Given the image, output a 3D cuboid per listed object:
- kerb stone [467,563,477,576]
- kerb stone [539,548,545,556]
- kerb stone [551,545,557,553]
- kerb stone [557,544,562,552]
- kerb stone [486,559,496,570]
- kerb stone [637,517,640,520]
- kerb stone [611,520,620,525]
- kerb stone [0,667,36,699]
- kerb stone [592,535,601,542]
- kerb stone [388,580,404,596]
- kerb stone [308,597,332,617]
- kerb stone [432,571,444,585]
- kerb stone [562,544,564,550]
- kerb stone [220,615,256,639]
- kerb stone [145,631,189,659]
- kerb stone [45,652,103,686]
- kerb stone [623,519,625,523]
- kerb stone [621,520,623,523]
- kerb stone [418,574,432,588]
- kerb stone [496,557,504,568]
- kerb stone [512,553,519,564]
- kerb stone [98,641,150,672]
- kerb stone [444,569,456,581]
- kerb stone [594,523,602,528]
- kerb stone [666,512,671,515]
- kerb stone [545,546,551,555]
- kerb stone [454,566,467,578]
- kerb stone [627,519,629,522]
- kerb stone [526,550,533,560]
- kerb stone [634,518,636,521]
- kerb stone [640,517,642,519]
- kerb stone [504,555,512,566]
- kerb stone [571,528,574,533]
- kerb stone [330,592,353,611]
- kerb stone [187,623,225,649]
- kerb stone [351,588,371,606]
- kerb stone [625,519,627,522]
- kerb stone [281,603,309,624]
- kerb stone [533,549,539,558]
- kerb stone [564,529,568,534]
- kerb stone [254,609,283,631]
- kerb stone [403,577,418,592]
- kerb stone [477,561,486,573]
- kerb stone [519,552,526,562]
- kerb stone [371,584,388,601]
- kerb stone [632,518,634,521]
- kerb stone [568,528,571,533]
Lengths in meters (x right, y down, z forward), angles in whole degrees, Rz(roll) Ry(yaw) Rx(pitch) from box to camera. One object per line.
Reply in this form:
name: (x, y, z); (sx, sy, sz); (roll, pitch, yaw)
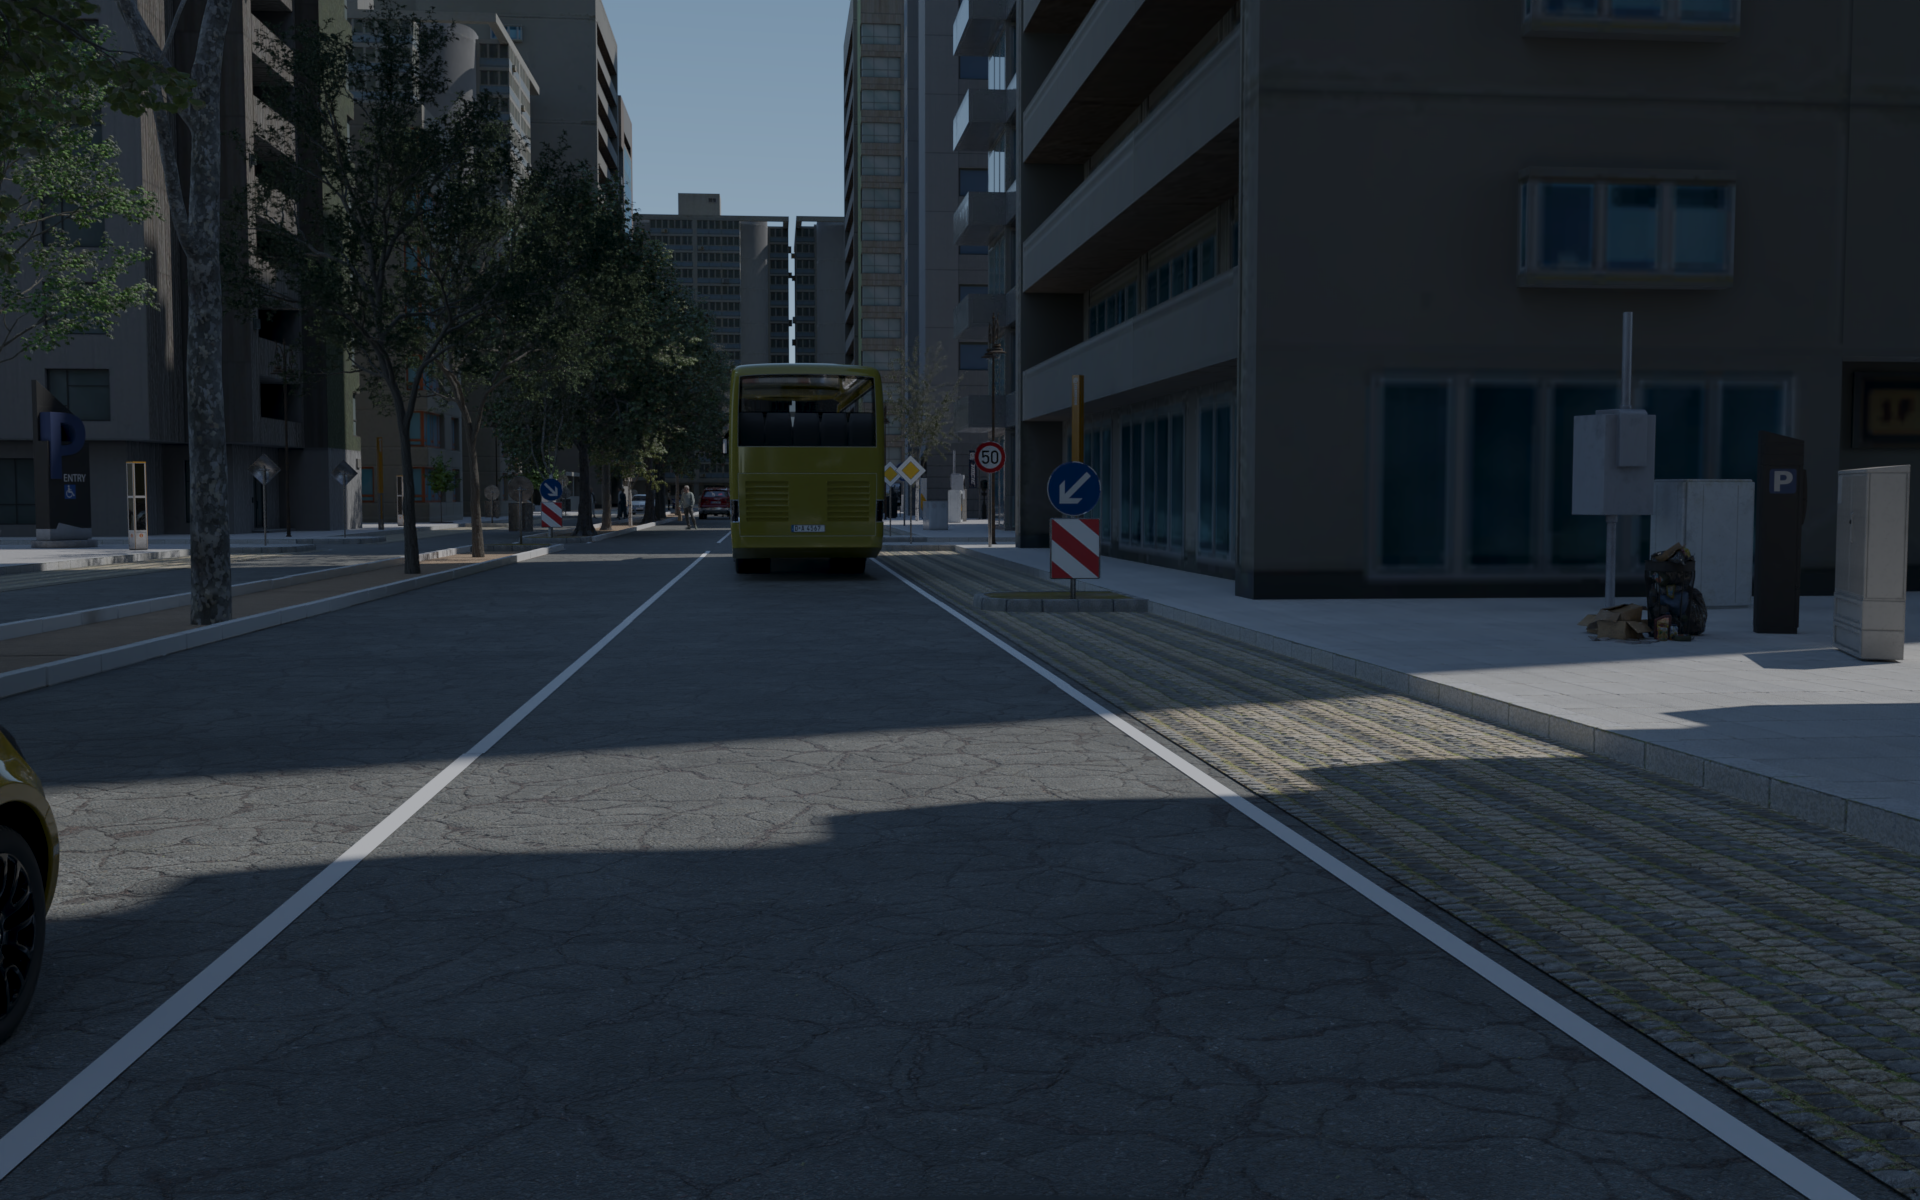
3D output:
kerb stone: (-8.751, -0.520, 30.706); (0.120, 0.150, 1.000); (0, 4, -6)
kerb stone: (-9.731, -1.081, 39.868); (0.120, 0.150, 1.000); (0, 4, -6)
kerb stone: (-9.947, -1.203, 41.904); (0.120, 0.150, 1.000); (0, 4, -6)
kerb stone: (-10.061, -1.264, 42.920); (0.120, 0.150, 1.000); (0, 4, -6)
kerb stone: (-8.971, -0.645, 32.738); (0.120, 0.150, 1.000); (0, 4, -6)
kerb stone: (-17.657, -4.408, 94.267); (0.120, 0.150, 1.000); (0, 4, -6)
kerb stone: (-16.346, -3.655, 82.019); (0.120, 0.150, 1.000); (0, 4, -6)
kerb stone: (-6.802, 0.602, 12.368); (0.120, 0.150, 1.000); (0, 4, -6)
kerb stone: (-11.101, -1.862, 52.688); (0.120, 0.150, 1.000); (0, 4, -6)
kerb stone: (-8.099, -0.147, 24.604); (0.120, 0.150, 1.000); (0, 4, -6)
kerb stone: (-7.666, 0.104, 20.533); (0.120, 0.150, 1.000); (0, 4, -6)
kerb stone: (-8.432, -0.334, 27.656); (0.120, 0.150, 1.000); (0, 4, -6)
kerb stone: (-10.170, -1.330, 43.936); (0.120, 0.150, 1.000); (0, 4, -6)
kerb stone: (-7.343, 0.289, 17.472); (0.120, 0.150, 1.000); (0, 4, -6)
kerb stone: (-7.127, 0.418, 15.432); (0.120, 0.150, 1.000); (0, 4, -6)
kerb stone: (-6.905, 0.541, 13.400); (0.120, 0.150, 1.000); (0, 4, -6)
kerb stone: (-16.674, -3.846, 85.080); (0.120, 0.150, 1.000); (0, 4, -6)
kerb stone: (-16.568, -3.783, 84.064); (0.120, 0.150, 1.000); (0, 4, -6)
kerb stone: (-8.321, -0.272, 26.636); (0.120, 0.150, 1.000); (0, 4, -6)
kerb stone: (-9.084, -0.707, 33.754); (0.120, 0.150, 1.000); (0, 4, -6)
kerb stone: (-9.292, -0.831, 35.787); (0.120, 0.150, 1.000); (0, 4, -6)
kerb stone: (-7.012, 0.480, 14.416); (0.120, 0.150, 1.000); (0, 4, -6)
kerb stone: (-8.543, -0.390, 28.672); (0.120, 0.150, 1.000); (0, 4, -6)
kerb stone: (-15.590, -3.220, 74.890); (0.120, 0.150, 1.000); (0, 4, -6)
kerb stone: (-20.925, -6.277, 124.832); (0.120, 0.150, 1.000); (0, 4, -6)
kerb stone: (-9.843, -1.143, 40.887); (0.120, 0.150, 1.000); (0, 4, -6)
kerb stone: (-8.640, -0.457, 29.690); (0.120, 0.150, 1.000); (0, 4, -6)
kerb stone: (-16.897, -3.966, 87.123); (0.120, 0.150, 1.000); (0, 4, -6)
kerb stone: (-9.516, -0.956, 37.830); (0.120, 0.150, 1.000); (0, 4, -6)
kerb stone: (-17.321, -4.221, 91.210); (0.120, 0.150, 1.000); (0, 4, -6)
kerb stone: (-17.760, -4.469, 95.286); (0.120, 0.150, 1.000); (0, 4, -6)
kerb stone: (-9.187, -0.768, 34.771); (0.120, 0.150, 1.000); (0, 4, -6)
kerb stone: (-14.389, -2.534, 63.682); (0.120, 0.150, 1.000); (0, 4, -6)
kerb stone: (-7.769, 0.040, 21.551); (0.120, 0.150, 1.000); (0, 4, -6)
kerb stone: (-7.234, 0.354, 16.455); (0.120, 0.150, 1.000); (0, 4, -6)
kerb stone: (-7.889, -0.023, 22.570); (0.120, 0.150, 1.000); (0, 4, -6)
kerb stone: (-16.783, -3.909, 86.107); (0.120, 0.150, 1.000); (0, 4, -6)
kerb stone: (-7.561, 0.164, 19.507); (0.120, 0.150, 1.000); (0, 4, -6)
kerb stone: (-9.623, -1.015, 38.852); (0.120, 0.150, 1.000); (0, 4, -6)
kerb stone: (-14.169, -2.410, 61.643); (0.120, 0.150, 1.000); (0, 4, -6)
kerb stone: (-7.459, 0.230, 18.488); (0.120, 0.150, 1.000); (0, 4, -6)
kerb stone: (-8.218, -0.209, 25.619); (0.120, 0.150, 1.000); (0, 4, -6)
kerb stone: (-8.870, -0.581, 31.721); (0.120, 0.150, 1.000); (0, 4, -6)
kerb stone: (-9.405, -0.894, 36.812); (0.120, 0.150, 1.000); (0, 4, -6)
kerb stone: (-7.993, -0.085, 23.587); (0.120, 0.150, 1.000); (0, 4, -6)
kerb stone: (-17.224, -4.153, 90.189); (0.120, 0.150, 1.000); (0, 4, -6)
kerb stone: (-14.281, -2.475, 62.665); (0.120, 0.150, 1.000); (0, 4, -6)
